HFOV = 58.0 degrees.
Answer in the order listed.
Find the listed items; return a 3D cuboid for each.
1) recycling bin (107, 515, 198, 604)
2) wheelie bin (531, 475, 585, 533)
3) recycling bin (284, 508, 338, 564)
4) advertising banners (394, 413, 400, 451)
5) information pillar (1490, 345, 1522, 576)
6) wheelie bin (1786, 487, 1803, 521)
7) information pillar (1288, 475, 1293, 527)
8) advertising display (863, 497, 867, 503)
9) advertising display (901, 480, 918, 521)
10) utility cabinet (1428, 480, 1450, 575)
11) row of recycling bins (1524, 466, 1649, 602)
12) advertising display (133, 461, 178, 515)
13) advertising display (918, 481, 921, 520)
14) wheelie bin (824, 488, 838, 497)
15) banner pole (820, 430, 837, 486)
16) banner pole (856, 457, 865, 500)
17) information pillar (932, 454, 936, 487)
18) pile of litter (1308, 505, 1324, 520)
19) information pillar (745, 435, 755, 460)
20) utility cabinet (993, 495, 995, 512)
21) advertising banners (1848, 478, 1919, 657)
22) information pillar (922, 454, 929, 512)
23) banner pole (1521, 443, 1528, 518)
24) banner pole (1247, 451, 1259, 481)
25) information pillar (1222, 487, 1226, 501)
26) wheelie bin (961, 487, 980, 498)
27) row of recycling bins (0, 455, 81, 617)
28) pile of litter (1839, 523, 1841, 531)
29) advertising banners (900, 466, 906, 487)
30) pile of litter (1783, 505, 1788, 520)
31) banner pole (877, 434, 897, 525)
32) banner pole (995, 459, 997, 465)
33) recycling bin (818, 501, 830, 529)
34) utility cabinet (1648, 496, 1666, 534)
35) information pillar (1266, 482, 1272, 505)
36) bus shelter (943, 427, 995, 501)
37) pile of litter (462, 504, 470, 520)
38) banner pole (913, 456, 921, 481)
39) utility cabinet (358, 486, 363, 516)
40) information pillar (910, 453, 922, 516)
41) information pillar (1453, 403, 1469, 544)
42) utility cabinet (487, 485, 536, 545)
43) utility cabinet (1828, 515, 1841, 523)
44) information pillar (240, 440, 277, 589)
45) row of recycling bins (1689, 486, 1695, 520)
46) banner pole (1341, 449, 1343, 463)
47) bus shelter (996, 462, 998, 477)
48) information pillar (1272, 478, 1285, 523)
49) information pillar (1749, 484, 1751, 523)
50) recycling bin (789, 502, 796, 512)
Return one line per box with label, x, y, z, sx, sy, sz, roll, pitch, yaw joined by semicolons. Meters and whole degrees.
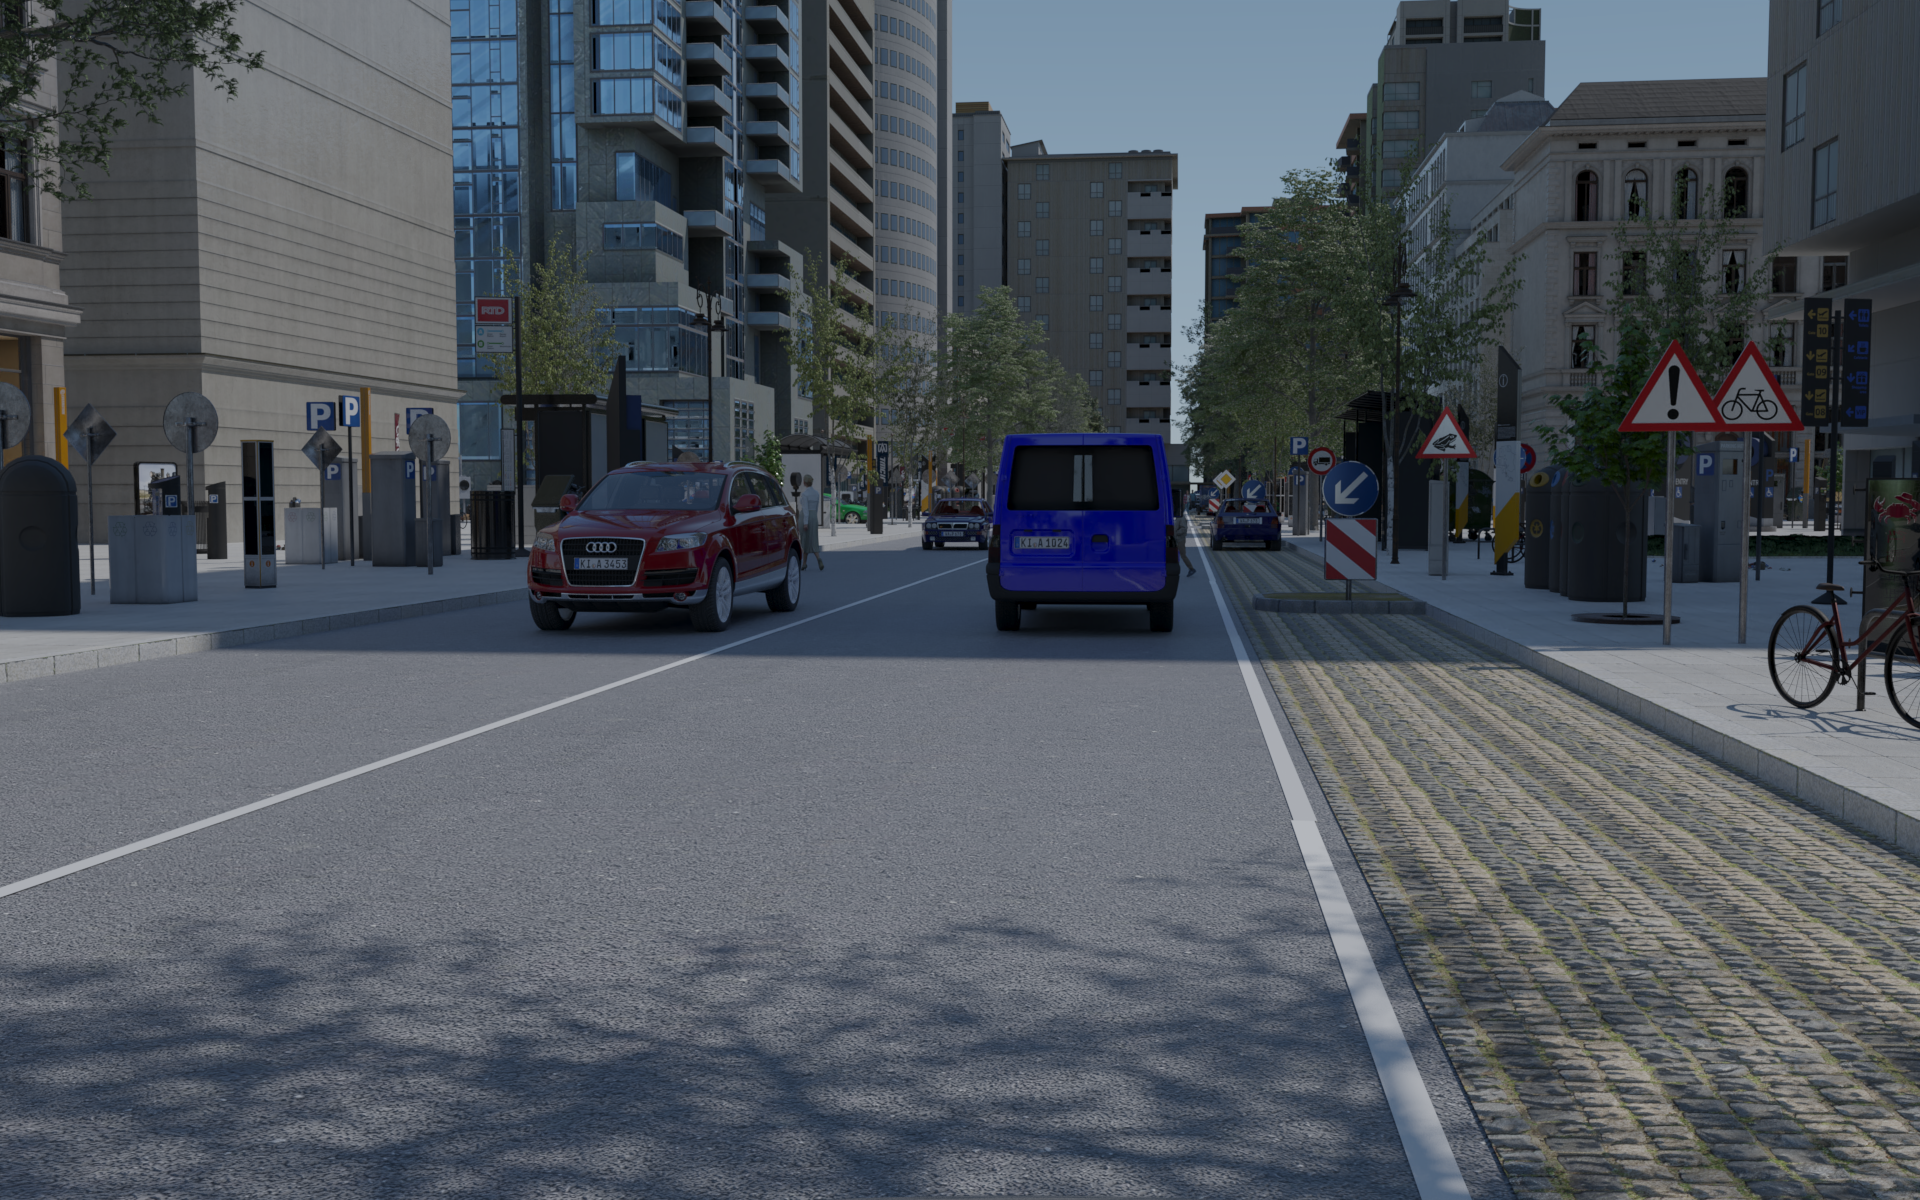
recycling bin;-9.542;-0.485;20.487;0.722;1.027;0.722;0;4;6
wheelie bin;-6.606;-1.261;28.518;0.980;1.594;0.693;2;4;31
recycling bin;-11.951;-1.184;31.907;0.722;1.027;0.722;0;4;3
advertising banners;-12.080;-2.483;36.786;0.090;3.025;2.074;0;4;-7
information pillar;8.588;-2.190;27.166;0.183;3.616;0.504;-1;4;-22
wheelie bin;39.381;-4.505;81.570;0.693;1.594;0.980;-1;4;-21
information pillar;12.912;-3.824;67.019;0.304;2.012;0.304;-3;5;-44
advertising display;-8.084;-8.528;144.652;0.974;1.923;0.123;0;4;2
advertising display;-2.455;-4.725;82.463;0.123;1.923;0.974;2;4;34
utility cabinet;7.652;-1.161;27.656;0.318;1.500;1.173;1;4;14
row of recycling bins;8.012;-0.921;22.177;1.069;1.692;3.534;0;4;8
advertising display;-15.981;-1.789;34.464;0.123;1.923;0.974;2;4;23
advertising display;-2.086;-4.908;85.467;0.123;1.923;0.974;-1;4;-13
wheelie bin;-6.325;-4.667;84.220;0.980;1.594;0.693;2;4;29
banner pole;-5.164;-4.747;67.631;0.863;3.779;0.401;-2;4;-26
banner pole;-6.630;-7.647;115.047;0.863;3.779;0.401;-3;4;-37
information pillar;-1.620;-6.736;101.486;0.504;3.616;0.183;-3;4;-36
pile of litter;17.751;-4.453;86.764;1.719;0.858;1.176;0;4;3
information pillar;-8.353;-4.742;68.892;0.504;3.616;0.183;3;5;43
utility cabinet;2.406;-5.464;100.499;1.020;1.237;0.306;0;4;-1
advertising banners;8.001;-1.044;13.258;2.074;3.025;0.090;3;4;37
information pillar;-2.016;-6.681;100.588;0.504;3.616;0.183;1;4;17
banner pole;27.646;-5.811;85.034;0.401;3.779;0.863;-1;4;-20
banner pole;16.951;-6.766;100.648;0.863;3.779;0.401;0;4;5
information pillar;22.486;-8.775;147.964;0.304;2.012;0.304;-2;4;-30
wheelie bin;0.529;-4.584;82.862;0.980;1.594;0.693;-3;5;-43
row of recycling bins;-11.127;-0.700;18.558;3.534;1.692;1.069;1;4;9
pile of litter;30.958;-2.783;59.462;1.719;0.858;1.176;-1;4;-15
advertising banners;-4.266;-6.955;109.905;2.074;3.025;0.090;2;4;26
pile of litter;40.847;-4.438;86.519;1.719;0.858;1.176;3;5;45
banner pole;-3.036;-4.990;71.598;0.863;3.779;0.401;0;4;-8
banner pole;2.432;-7.293;109.262;0.863;3.779;0.401;-2;4;-29
recycling bin;-5.296;-3.159;64.204;0.722;1.027;0.722;-3;5;-43
utility cabinet;20.666;-2.477;51.668;0.306;1.237;1.020;3;5;40
information pillar;18.800;-6.155;105.129;0.304;2.012;0.304;-2;4;-34
bus shelter;0.383;-7.832;105.690;2.179;5.291;8.768;0;4;7
pile of litter;-24.164;-4.327;84.712;1.176;0.858;1.719;-1;4;-20
banner pole;-2.855;-7.582;113.980;0.863;3.779;0.401;-2;4;-27
utility cabinet;-15.865;-2.301;46.299;1.173;1.500;0.318;-3;4;-36
information pillar;-2.566;-6.512;97.832;0.504;3.616;0.183;2;4;29
information pillar;13.043;-3.280;44.985;0.504;3.616;0.183;-3;5;-44
utility cabinet;-11.172;-2.112;43.206;1.173;1.500;0.318;-1;4;-12
utility cabinet;39.096;-4.015;76.815;1.020;1.237;0.306;1;4;16
information pillar;-9.534;-1.166;23.551;0.304;2.012;0.304;1;4;23
row of recycling bins;35.681;-4.775;85.176;1.069;1.692;3.534;2;4;31
banner pole;18.910;-5.811;85.028;0.401;3.779;0.863;3;5;45
bus shelter;2.366;-8.429;115.441;2.179;5.291;8.768;0;4;7
information pillar;14.327;-4.469;77.562;0.304;2.012;0.304;-3;5;-44
information pillar;25.145;-3.122;55.544;0.304;2.012;0.304;1;4;12
recycling bin;-6.435;-3.075;62.833;0.722;1.027;0.722;-2;4;-32
